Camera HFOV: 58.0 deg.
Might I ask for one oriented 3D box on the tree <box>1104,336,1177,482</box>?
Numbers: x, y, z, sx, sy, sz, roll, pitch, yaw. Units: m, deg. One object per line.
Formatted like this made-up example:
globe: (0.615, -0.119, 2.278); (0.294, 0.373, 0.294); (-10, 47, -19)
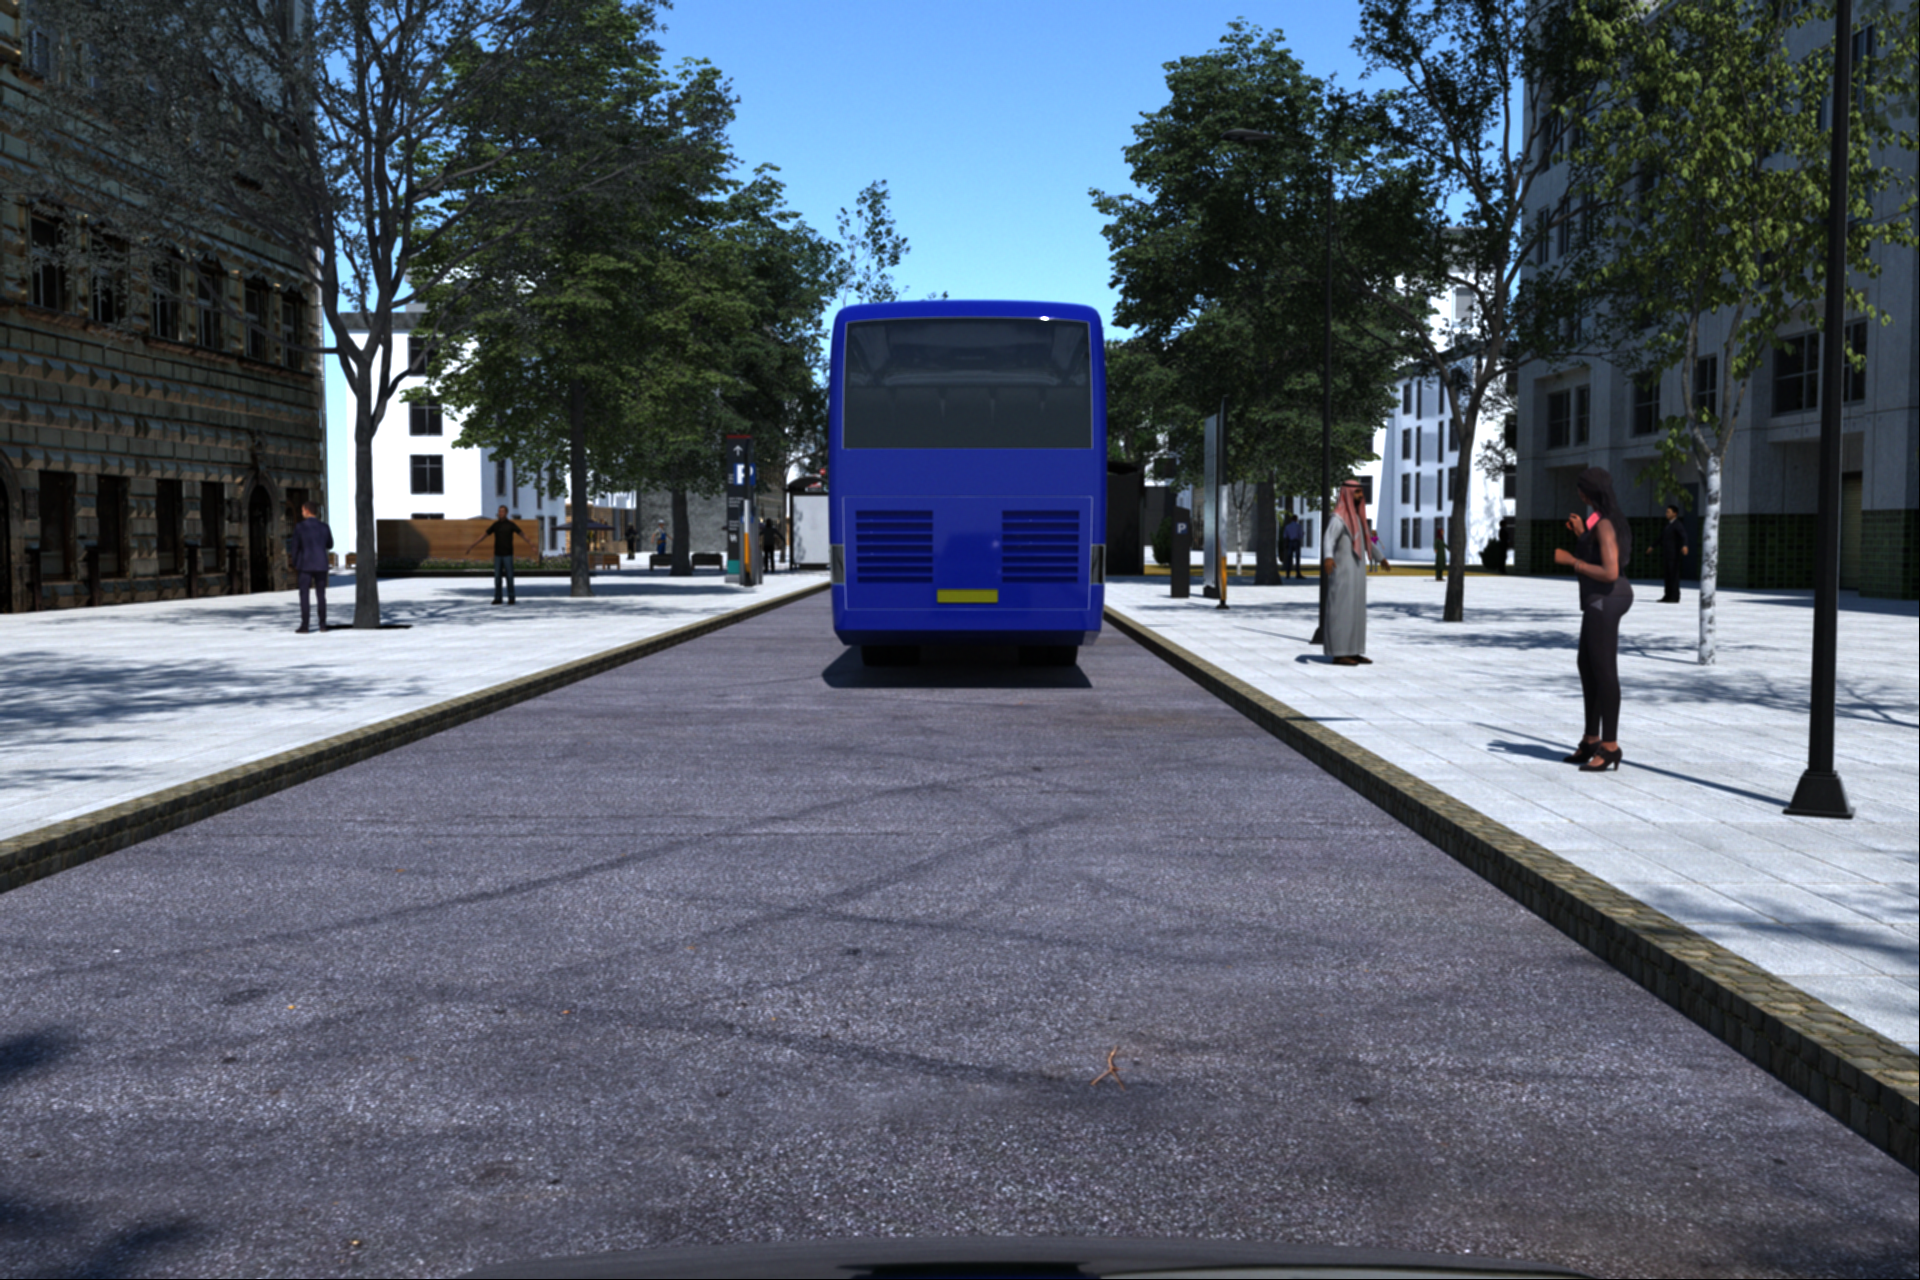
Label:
tree: (7.684, -9.872, 87.162); (9.928, 11.665, 9.643); (0, 3, 0)

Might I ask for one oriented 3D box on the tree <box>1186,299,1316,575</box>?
tree: (8.743, -6.316, 53.626); (4.737, 8.622, 4.395); (0, 3, 0)

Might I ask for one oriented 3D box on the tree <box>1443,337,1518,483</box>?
tree: (22.505, -7.931, 64.080); (8.767, 10.594, 7.601); (-2, 4, -27)

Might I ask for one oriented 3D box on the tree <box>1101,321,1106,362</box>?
tree: (9.768, -18.214, 153.679); (12.611, 20.169, 13.585); (0, 3, 0)

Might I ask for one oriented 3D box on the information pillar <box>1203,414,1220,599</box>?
information pillar: (5.087, -2.657, 34.752); (0.184, 3.620, 1.656); (0, 4, 0)

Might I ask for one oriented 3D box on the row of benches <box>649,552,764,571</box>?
row of benches: (-8.801, -2.775, 60.837); (4.104, 0.672, 1.422); (0, 4, -4)

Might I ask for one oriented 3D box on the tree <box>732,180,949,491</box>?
tree: (-6.690, -14.490, 92.803); (12.611, 20.169, 13.585); (0, 3, 0)

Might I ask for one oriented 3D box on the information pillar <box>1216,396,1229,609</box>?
information pillar: (4.495, -2.339, 29.602); (0.183, 3.616, 0.504); (0, 4, 1)

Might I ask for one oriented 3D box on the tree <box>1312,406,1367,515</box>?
tree: (14.214, -7.153, 67.321); (4.737, 8.622, 4.395); (0, 3, 0)

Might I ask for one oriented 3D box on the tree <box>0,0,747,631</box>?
tree: (-8.064, -6.905, 23.260); (12.009, 13.543, 11.850); (0, 3, 0)

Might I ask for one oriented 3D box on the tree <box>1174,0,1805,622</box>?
tree: (7.134, -5.529, 24.810); (8.767, 10.594, 7.601); (1, 4, 15)

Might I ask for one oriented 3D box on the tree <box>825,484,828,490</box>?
tree: (-15.598, -20.988, 249.814); (9.857, 13.997, 8.962); (0, 3, 0)

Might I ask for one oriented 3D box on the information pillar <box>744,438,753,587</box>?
information pillar: (-5.150, -3.098, 42.005); (0.183, 3.616, 0.504); (0, 4, 1)

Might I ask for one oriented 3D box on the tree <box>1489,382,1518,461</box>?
tree: (23.785, -7.445, 72.093); (4.360, 8.622, 3.978); (0, 3, 0)

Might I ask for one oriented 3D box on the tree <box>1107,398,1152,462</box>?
tree: (7.978, -10.549, 106.892); (8.767, 10.594, 7.601); (1, 4, 13)

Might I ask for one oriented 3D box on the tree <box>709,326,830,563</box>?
tree: (-7.552, -8.697, 76.615); (7.601, 10.594, 8.767); (-1, 4, -18)

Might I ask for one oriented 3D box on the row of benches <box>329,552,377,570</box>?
row of benches: (-21.803, -2.903, 62.933); (4.104, 0.672, 1.422); (0, 4, -8)

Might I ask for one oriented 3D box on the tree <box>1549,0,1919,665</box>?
tree: (7.552, -4.065, 16.819); (4.737, 8.622, 4.395); (0, 3, 0)

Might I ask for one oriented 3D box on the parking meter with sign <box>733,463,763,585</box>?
parking meter with sign: (-5.265, -2.886, 43.442); (0.543, 3.016, 1.738); (0, 4, 2)

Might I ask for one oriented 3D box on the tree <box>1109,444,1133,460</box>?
tree: (7.588, -12.862, 120.656); (12.009, 13.543, 11.850); (0, 3, 0)

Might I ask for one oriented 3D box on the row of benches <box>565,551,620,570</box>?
row of benches: (-13.594, -2.958, 63.826); (1.422, 0.672, 4.104); (-2, 4, -32)

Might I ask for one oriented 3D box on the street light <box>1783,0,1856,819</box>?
street light: (4.495, -2.155, 7.769); (1.470, 5.913, 1.316); (0, 4, 1)

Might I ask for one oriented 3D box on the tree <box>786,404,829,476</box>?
tree: (-7.629, -13.133, 125.094); (12.009, 13.543, 11.850); (0, 3, 0)

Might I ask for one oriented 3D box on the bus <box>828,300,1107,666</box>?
bus: (0.133, -1.843, 21.677); (2.896, 3.916, 12.251); (0, 4, 1)

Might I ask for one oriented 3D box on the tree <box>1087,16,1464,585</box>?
tree: (7.751, -8.356, 43.282); (9.857, 13.997, 8.962); (0, 3, 0)

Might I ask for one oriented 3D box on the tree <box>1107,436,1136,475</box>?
tree: (8.164, -8.978, 97.151); (4.737, 8.622, 4.395); (0, 3, 0)

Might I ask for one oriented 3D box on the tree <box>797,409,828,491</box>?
tree: (-6.639, -10.710, 109.521); (7.601, 10.594, 8.767); (-1, 4, -21)

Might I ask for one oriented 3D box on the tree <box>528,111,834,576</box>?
tree: (-8.541, -8.910, 52.340); (9.857, 13.997, 8.962); (0, 3, 0)

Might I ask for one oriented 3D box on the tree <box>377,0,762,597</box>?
tree: (-7.700, -7.119, 34.530); (7.486, 12.596, 7.792); (0, 3, 0)

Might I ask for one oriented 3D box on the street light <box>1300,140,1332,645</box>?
street light: (4.789, -2.905, 20.034); (1.470, 5.913, 1.316); (0, 4, 0)

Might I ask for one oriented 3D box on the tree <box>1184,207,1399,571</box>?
tree: (11.434, -8.704, 60.446); (7.486, 12.596, 7.792); (0, 3, 0)

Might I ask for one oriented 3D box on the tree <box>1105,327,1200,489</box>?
tree: (7.789, -8.636, 75.604); (7.601, 10.594, 8.767); (-3, 4, -37)

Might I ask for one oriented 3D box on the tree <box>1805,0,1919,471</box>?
tree: (6.251, -3.667, 10.325); (4.360, 8.622, 3.978); (0, 3, 0)
